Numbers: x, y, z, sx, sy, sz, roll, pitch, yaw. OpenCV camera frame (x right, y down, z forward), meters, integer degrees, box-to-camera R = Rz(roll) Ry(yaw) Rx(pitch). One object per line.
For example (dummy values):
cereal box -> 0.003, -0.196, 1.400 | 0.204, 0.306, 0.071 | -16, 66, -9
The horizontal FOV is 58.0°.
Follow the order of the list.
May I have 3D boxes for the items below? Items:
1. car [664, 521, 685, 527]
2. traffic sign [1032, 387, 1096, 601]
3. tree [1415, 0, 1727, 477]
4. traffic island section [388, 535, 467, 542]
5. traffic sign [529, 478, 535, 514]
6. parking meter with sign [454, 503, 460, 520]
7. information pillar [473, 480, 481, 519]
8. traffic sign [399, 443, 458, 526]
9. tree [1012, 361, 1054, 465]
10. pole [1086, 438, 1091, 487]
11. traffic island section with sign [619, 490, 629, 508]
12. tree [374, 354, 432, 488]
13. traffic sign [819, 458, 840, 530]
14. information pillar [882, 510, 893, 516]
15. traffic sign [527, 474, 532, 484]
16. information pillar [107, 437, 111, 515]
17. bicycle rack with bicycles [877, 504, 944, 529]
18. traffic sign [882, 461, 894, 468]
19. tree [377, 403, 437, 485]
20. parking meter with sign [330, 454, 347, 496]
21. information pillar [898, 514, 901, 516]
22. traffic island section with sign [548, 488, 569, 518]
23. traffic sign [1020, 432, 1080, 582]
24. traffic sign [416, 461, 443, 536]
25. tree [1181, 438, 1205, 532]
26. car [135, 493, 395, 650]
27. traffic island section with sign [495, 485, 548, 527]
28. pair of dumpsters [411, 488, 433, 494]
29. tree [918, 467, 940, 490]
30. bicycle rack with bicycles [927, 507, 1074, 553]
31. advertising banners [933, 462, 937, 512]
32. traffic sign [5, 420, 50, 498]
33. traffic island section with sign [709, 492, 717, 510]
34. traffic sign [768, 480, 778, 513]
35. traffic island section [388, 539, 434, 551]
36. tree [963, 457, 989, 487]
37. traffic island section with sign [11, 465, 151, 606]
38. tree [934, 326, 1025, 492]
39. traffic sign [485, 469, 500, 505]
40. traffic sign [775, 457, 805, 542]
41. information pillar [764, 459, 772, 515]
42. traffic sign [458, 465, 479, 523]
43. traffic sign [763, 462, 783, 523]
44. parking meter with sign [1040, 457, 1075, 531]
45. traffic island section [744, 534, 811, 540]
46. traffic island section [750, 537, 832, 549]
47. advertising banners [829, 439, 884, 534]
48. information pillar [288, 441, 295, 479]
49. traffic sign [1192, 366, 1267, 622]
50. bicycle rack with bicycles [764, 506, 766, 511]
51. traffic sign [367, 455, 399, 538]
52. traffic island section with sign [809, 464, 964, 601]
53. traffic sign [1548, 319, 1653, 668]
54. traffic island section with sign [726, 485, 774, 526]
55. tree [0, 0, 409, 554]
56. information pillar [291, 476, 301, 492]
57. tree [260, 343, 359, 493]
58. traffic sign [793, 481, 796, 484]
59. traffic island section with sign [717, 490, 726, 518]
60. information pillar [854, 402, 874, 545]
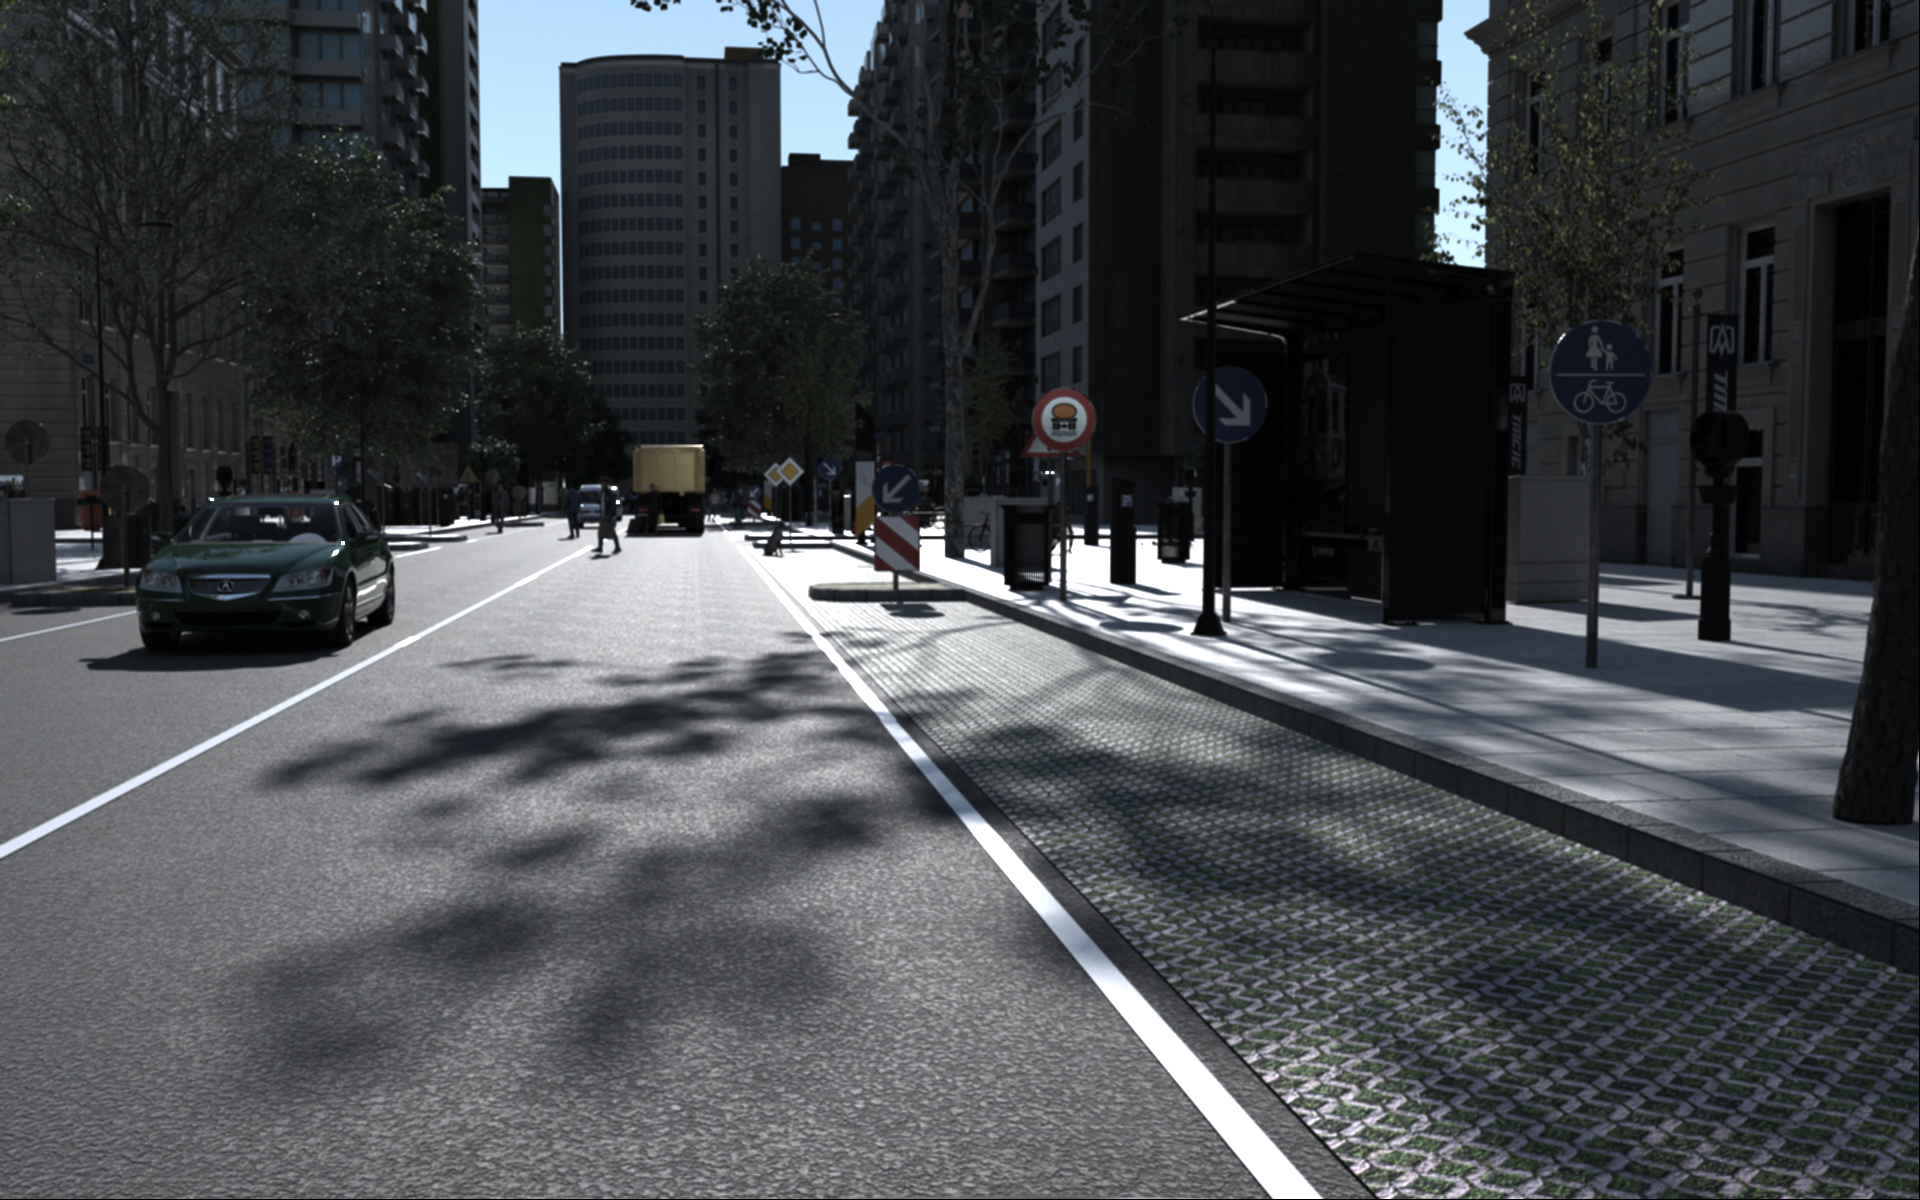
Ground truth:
car -> -12.970, -3.885, 75.877 | 2.083, 1.381, 4.827 | -1, 4, -11
traffic sign -> 1.243, -1.265, 20.784 | 0.768, 2.556, 0.104 | 0, 4, 0
tree -> 8.651, -4.512, 24.133 | 4.360, 8.622, 3.978 | 0, 3, 0
traffic island section -> -16.169, -1.867, 52.804 | 2.009, 0.180, 2.903 | -1, 4, -9
traffic sign -> -27.887, -6.744, 112.392 | 0.606, 2.300, 0.079 | 0, 4, -7
parking meter with sign -> -25.700, -5.491, 86.045 | 1.738, 3.016, 0.543 | 1, 4, 17
information pillar -> -24.903, -5.186, 89.281 | 0.304, 2.012, 0.304 | -2, 4, -28
traffic sign -> -21.182, -4.598, 69.046 | 2.265, 3.308, 0.079 | 0, 4, -7
tree -> 5.034, -8.779, 93.905 | 4.360, 8.622, 3.978 | 0, 3, 0
pole -> 4.112, -3.769, 55.471 | 0.158, 3.312, 0.155 | 0, 3, 0
traffic island section with sign -> -35.485, -10.509, 180.444 | 1.989, 1.847, 2.006 | -1, 4, -9
tree -> -30.538, -8.532, 89.866 | 4.360, 8.622, 3.978 | 0, 3, 0
traffic sign -> -4.627, -3.757, 61.535 | 0.768, 2.556, 0.104 | 0, 4, -2
information pillar -> -2.358, -3.214, 57.043 | 0.304, 2.012, 0.304 | 2, 4, 30
traffic sign -> -26.797, -6.523, 106.762 | 0.768, 2.556, 0.104 | 0, 4, -8
information pillar -> -30.371, -4.303, 61.704 | 0.183, 3.616, 0.504 | -1, 4, -14
bicycle rack with bicycles -> -1.173, -3.025, 62.846 | 2.925, 0.926, 2.852 | 1, 4, 16
traffic sign -> -2.818, -4.121, 67.481 | 0.768, 2.556, 0.104 | 0, 4, -5
tree -> -31.766, -9.070, 98.655 | 4.737, 8.622, 4.395 | 0, 3, 0
parking meter with sign -> -27.417, -4.925, 76.778 | 0.543, 3.016, 1.738 | 0, 4, -7
information pillar -> -2.531, -3.990, 69.724 | 0.304, 2.012, 0.304 | -2, 4, -24
traffic island section with sign -> -23.695, -5.822, 103.814 | 1.989, 1.847, 2.006 | -1, 4, -9
traffic sign -> 1.304, -1.539, 25.162 | 0.884, 2.594, 0.081 | 0, 4, -2
traffic sign -> -16.147, -3.003, 52.746 | 0.795, 2.450, 0.064 | -1, 4, -9
tree -> 8.445, -3.983, 59.725 | 1.663, 3.219, 1.824 | 0, 3, 0
car -> -6.907, -0.354, 17.585 | 2.131, 1.459, 4.920 | -1, 4, -11
traffic island section with sign -> -19.596, -4.192, 77.171 | 1.989, 1.847, 2.006 | -1, 4, -9
pair of dumpsters -> -25.592, -4.898, 82.568 | 1.574, 2.255, 4.437 | -1, 4, -9
tree -> -2.015, -7.261, 113.315 | 1.663, 3.219, 1.824 | 0, 3, 0
bicycle rack with bicycles -> 1.363, -1.489, 37.729 | 2.925, 0.926, 2.852 | -3, 5, -39
advertising banners -> -1.483, -6.164, 96.966 | 0.090, 3.025, 2.074 | -1, 4, -10
traffic sign -> -16.011, -1.814, 29.758 | 0.768, 2.556, 0.104 | 0, 4, 0
traffic island section with sign -> -21.304, -8.984, 155.523 | 1.989, 1.847, 2.006 | -1, 4, -9
traffic sign -> -10.989, -6.091, 101.713 | 0.606, 2.300, 0.079 | 0, 4, 0
traffic island section -> -14.955, -1.384, 44.912 | 2.009, 0.180, 2.903 | -1, 4, -9
tree -> 0.592, -5.853, 90.300 | 1.663, 3.219, 1.824 | 0, 3, 0
traffic island section with sign -> -11.293, -0.891, 23.189 | 1.989, 1.847, 2.006 | -1, 4, -9
tree -> 0.959, -7.701, 76.277 | 4.737, 8.622, 4.395 | 0, 3, 0
traffic sign -> -24.000, -5.432, 88.919 | 0.768, 2.556, 0.104 | 0, 4, -5
traffic sign -> -4.557, -2.617, 46.423 | 0.795, 2.450, 0.064 | -1, 4, -9
information pillar -> -11.707, -6.982, 105.509 | 0.504, 3.616, 0.183 | -2, 4, -28
traffic sign -> -21.823, -4.704, 76.915 | 0.884, 2.594, 0.081 | 0, 4, -7
traffic sign -> -5.772, -3.099, 54.316 | 0.795, 2.450, 0.064 | -1, 4, -9
parking meter with sign -> 3.224, -3.973, 61.224 | 1.738, 3.016, 0.543 | 3, 5, 45
traffic island section -> -5.750, -1.964, 54.396 | 2.009, 0.180, 2.903 | -1, 4, -9
traffic island section -> -4.535, -1.482, 46.504 | 2.009, 0.180, 2.903 | -1, 4, -9
advertising banners -> -3.304, -3.620, 55.373 | 2.074, 3.025, 0.090 | 2, 4, 29
information pillar -> -29.676, -5.236, 76.955 | 0.183, 3.616, 0.504 | 0, 4, 1
traffic sign -> 2.676, -1.052, 17.311 | 0.768, 2.556, 0.104 | -1, 4, -8
bicycle rack with bicycles -> -13.020, -7.012, 128.027 | 2.925, 0.926, 2.852 | -1, 4, -12
traffic sign -> -14.933, -2.521, 44.853 | 0.795, 2.450, 0.064 | -1, 4, -9
traffic island section with sign -> -1.072, -0.936, 23.928 | 1.989, 1.847, 2.006 | -1, 4, -9
traffic sign -> 4.669, -0.772, 12.728 | 0.768, 2.556, 0.104 | 0, 4, -2
traffic island section with sign -> -9.498, -4.289, 78.752 | 1.989, 1.847, 2.006 | -1, 4, -9
tree -> -17.227, -7.739, 36.903 | 12.009, 13.543, 11.850 | 0, 3, 0
information pillar -> -26.916, -4.021, 70.241 | 0.304, 2.012, 0.304 | -1, 4, -11
tree -> -31.146, -8.055, 82.066 | 4.360, 8.622, 3.978 | 0, 3, 0
traffic sign -> -10.358, -6.461, 105.740 | 0.768, 2.556, 0.104 | 0, 3, 0
traffic island section with sign -> -13.597, -5.918, 105.394 | 1.989, 1.847, 2.006 | -1, 4, -9
information pillar -> -2.422, -3.214, 43.911 | 0.504, 3.616, 0.183 | 1, 4, 15
